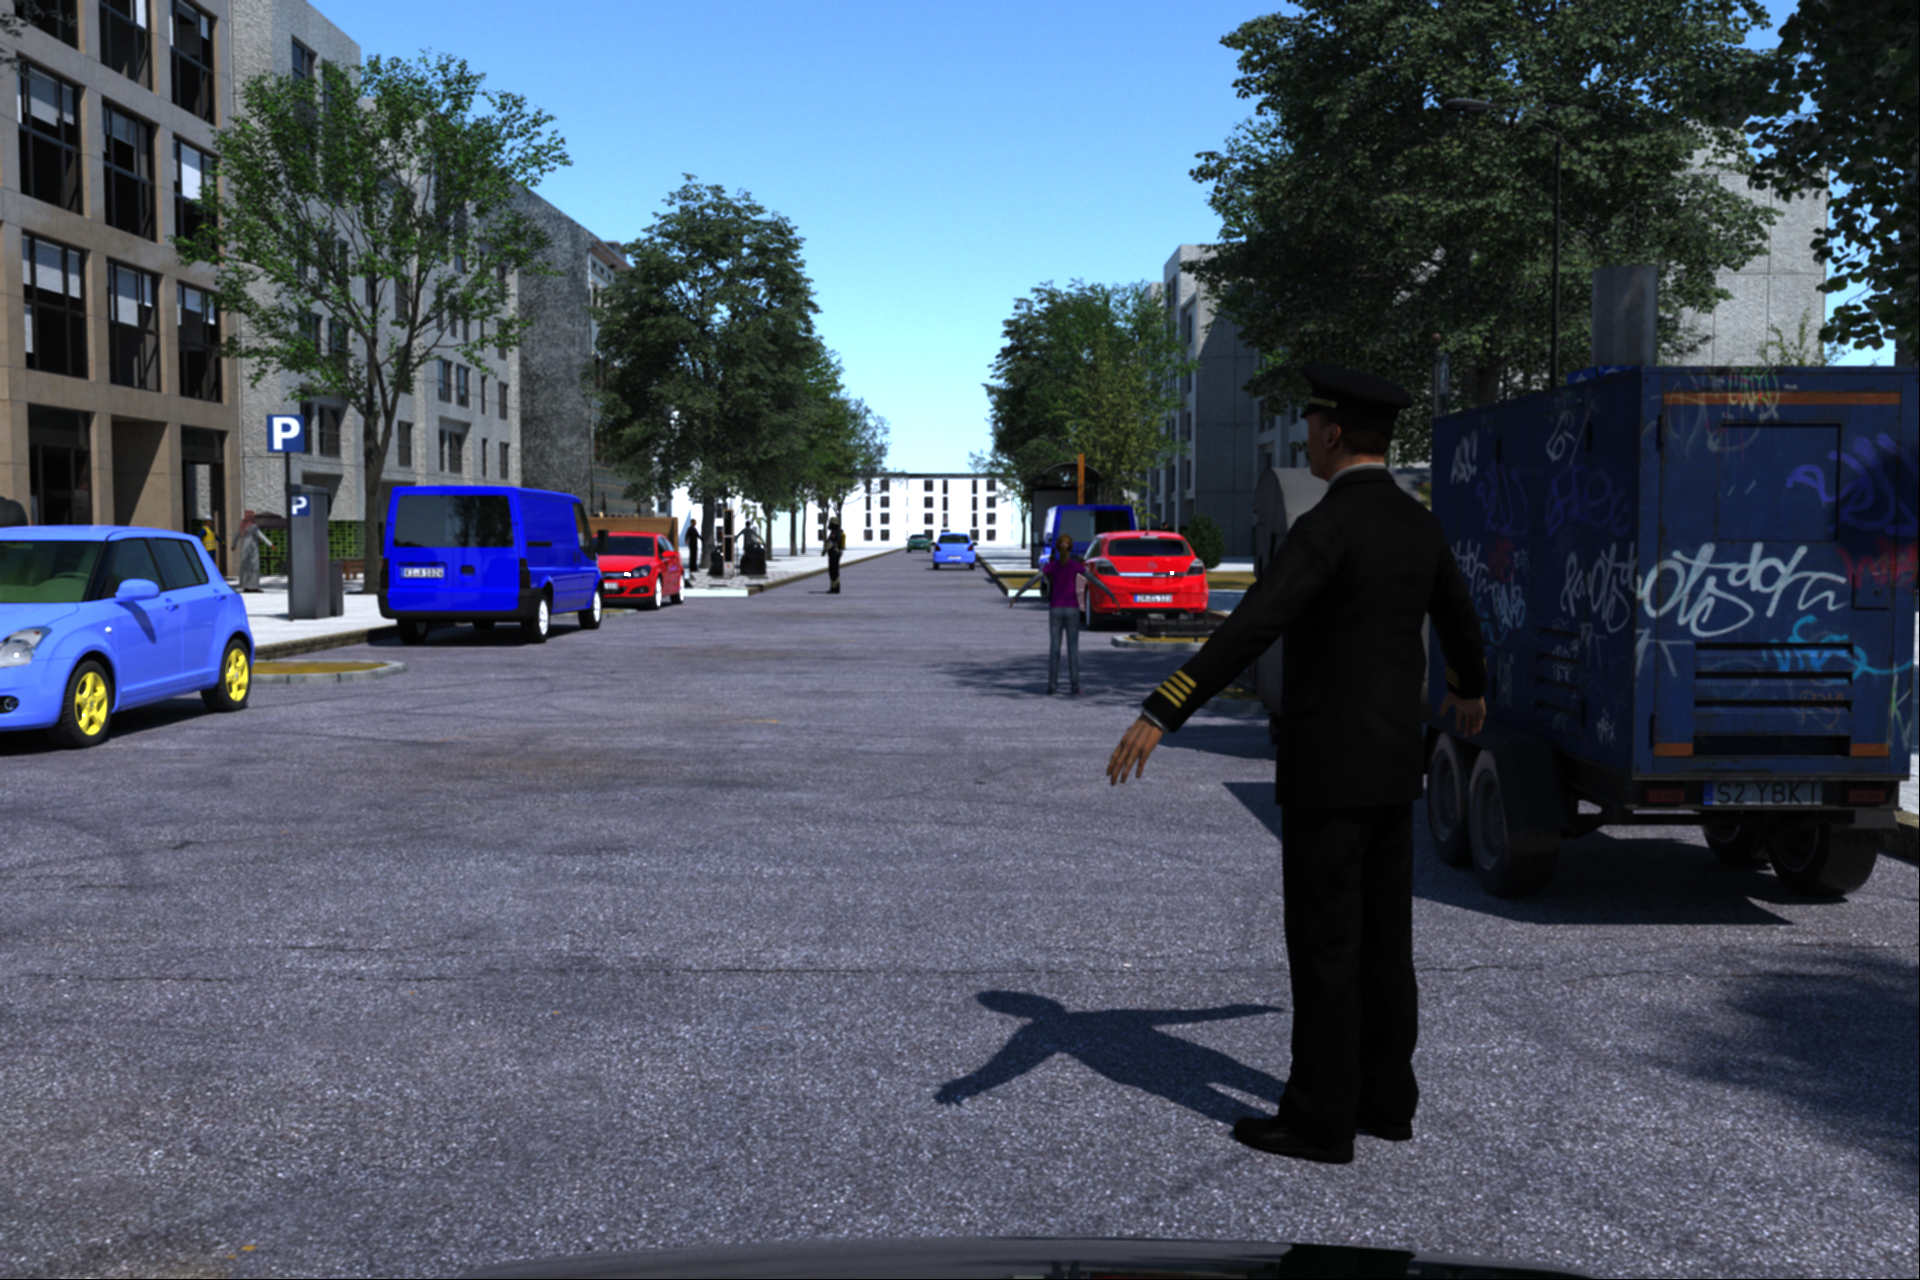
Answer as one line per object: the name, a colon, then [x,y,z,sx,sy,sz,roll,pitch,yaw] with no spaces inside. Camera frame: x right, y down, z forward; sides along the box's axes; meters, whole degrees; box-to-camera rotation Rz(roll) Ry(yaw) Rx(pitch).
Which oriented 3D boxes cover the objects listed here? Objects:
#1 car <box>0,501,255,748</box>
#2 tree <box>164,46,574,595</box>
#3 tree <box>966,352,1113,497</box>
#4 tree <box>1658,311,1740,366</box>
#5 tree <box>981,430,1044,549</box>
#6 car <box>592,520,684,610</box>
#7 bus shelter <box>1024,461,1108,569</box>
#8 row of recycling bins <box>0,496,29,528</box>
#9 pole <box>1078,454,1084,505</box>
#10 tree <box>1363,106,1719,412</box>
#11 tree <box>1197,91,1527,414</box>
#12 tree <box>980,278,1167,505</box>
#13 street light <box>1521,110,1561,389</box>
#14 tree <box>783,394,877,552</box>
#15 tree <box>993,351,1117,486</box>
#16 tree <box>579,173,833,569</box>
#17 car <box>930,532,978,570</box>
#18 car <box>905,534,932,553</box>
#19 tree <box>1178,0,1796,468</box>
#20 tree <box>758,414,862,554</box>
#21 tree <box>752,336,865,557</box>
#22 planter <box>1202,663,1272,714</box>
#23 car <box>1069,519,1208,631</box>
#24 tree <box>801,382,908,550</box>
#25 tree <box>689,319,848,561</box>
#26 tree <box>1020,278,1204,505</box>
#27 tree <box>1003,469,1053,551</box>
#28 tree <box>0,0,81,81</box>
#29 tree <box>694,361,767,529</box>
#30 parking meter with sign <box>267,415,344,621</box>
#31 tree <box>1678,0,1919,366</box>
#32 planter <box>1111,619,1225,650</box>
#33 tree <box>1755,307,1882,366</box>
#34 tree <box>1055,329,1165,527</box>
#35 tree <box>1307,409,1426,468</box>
car: [-6.654,-0.190,12.691,1.945,1.707,3.694,0,4,0]
tree: [-12.358,-6.780,36.605,9.928,11.665,9.643,0,3,0]
tree: [6.002,-12.196,109.770,12.009,13.543,11.850,0,3,0]
tree: [22.561,-6.499,56.625,4.360,8.622,3.978,0,3,0]
tree: [5.440,-13.489,146.299,9.928,11.665,9.643,0,3,0]
car: [-6.554,-1.522,33.924,2.155,1.783,4.494,0,3,0]
bus shelter: [3.046,-3.496,51.086,2.014,3.302,5.546,0,4,-1]
row of recycling bins: [-9.593,-0.526,15.721,1.069,1.692,3.534,0,4,1]
pole: [3.085,-3.081,44.220,0.158,3.312,0.155,0,3,0]
tree: [15.825,-8.463,48.741,12.009,13.543,11.850,0,3,0]
tree: [8.988,-6.940,39.220,9.928,11.665,9.643,0,3,0]
tree: [5.908,-10.980,86.174,9.857,13.997,8.962,0,3,0]
street light: [6.938,-2.821,18.660,1.470,5.913,1.316,0,4,0]
tree: [-9.696,-12.150,124.410,9.928,11.665,9.643,0,3,0]
tree: [5.481,-10.474,97.013,9.928,11.665,9.643,0,3,0]
tree: [-9.142,-9.568,63.085,9.857,13.997,8.962,0,3,0]
car: [-0.239,-3.700,70.092,1.945,1.707,3.694,0,4,0]
car: [-3.209,-7.556,135.331,2.131,1.459,4.920,0,4,0]
tree: [8.364,-7.434,28.199,9.857,13.997,8.962,0,3,0]
tree: [-9.797,-10.837,111.597,7.601,10.594,8.767,-2,4,-26]
tree: [-9.277,-11.014,98.198,7.486,12.596,7.792,0,3,0]
planter: [2.997,0.397,14.655,1.991,0.319,1.994,0,4,-1]
car: [2.750,-1.111,27.202,2.155,1.783,4.494,0,4,-1]
tree: [-9.834,-14.077,140.531,12.009,13.543,11.850,0,3,0]
tree: [-9.173,-9.574,82.295,9.928,11.665,9.643,0,3,0]
tree: [6.058,-8.875,70.867,9.928,11.665,9.643,0,3,0]
tree: [5.294,-10.906,128.669,4.737,8.622,4.395,0,3,0]
tree: [-12.206,-6.200,11.735,12.009,13.543,11.850,0,3,0]
tree: [-9.708,-7.538,73.611,4.737,8.622,4.395,0,3,0]
parking meter with sign: [-9.845,-1.831,26.204,0.543,3.016,1.738,0,4,-1]
tree: [8.352,-6.302,9.696,9.857,13.997,8.962,0,3,0]
planter: [2.982,-0.074,22.347,1.991,0.319,1.994,0,4,0]
tree: [27.982,-6.538,57.260,4.737,8.622,4.395,0,3,0]
tree: [5.510,-6.808,61.665,4.737,8.622,4.395,0,3,0]
tree: [14.080,-6.556,57.561,4.360,8.622,3.978,0,3,0]
